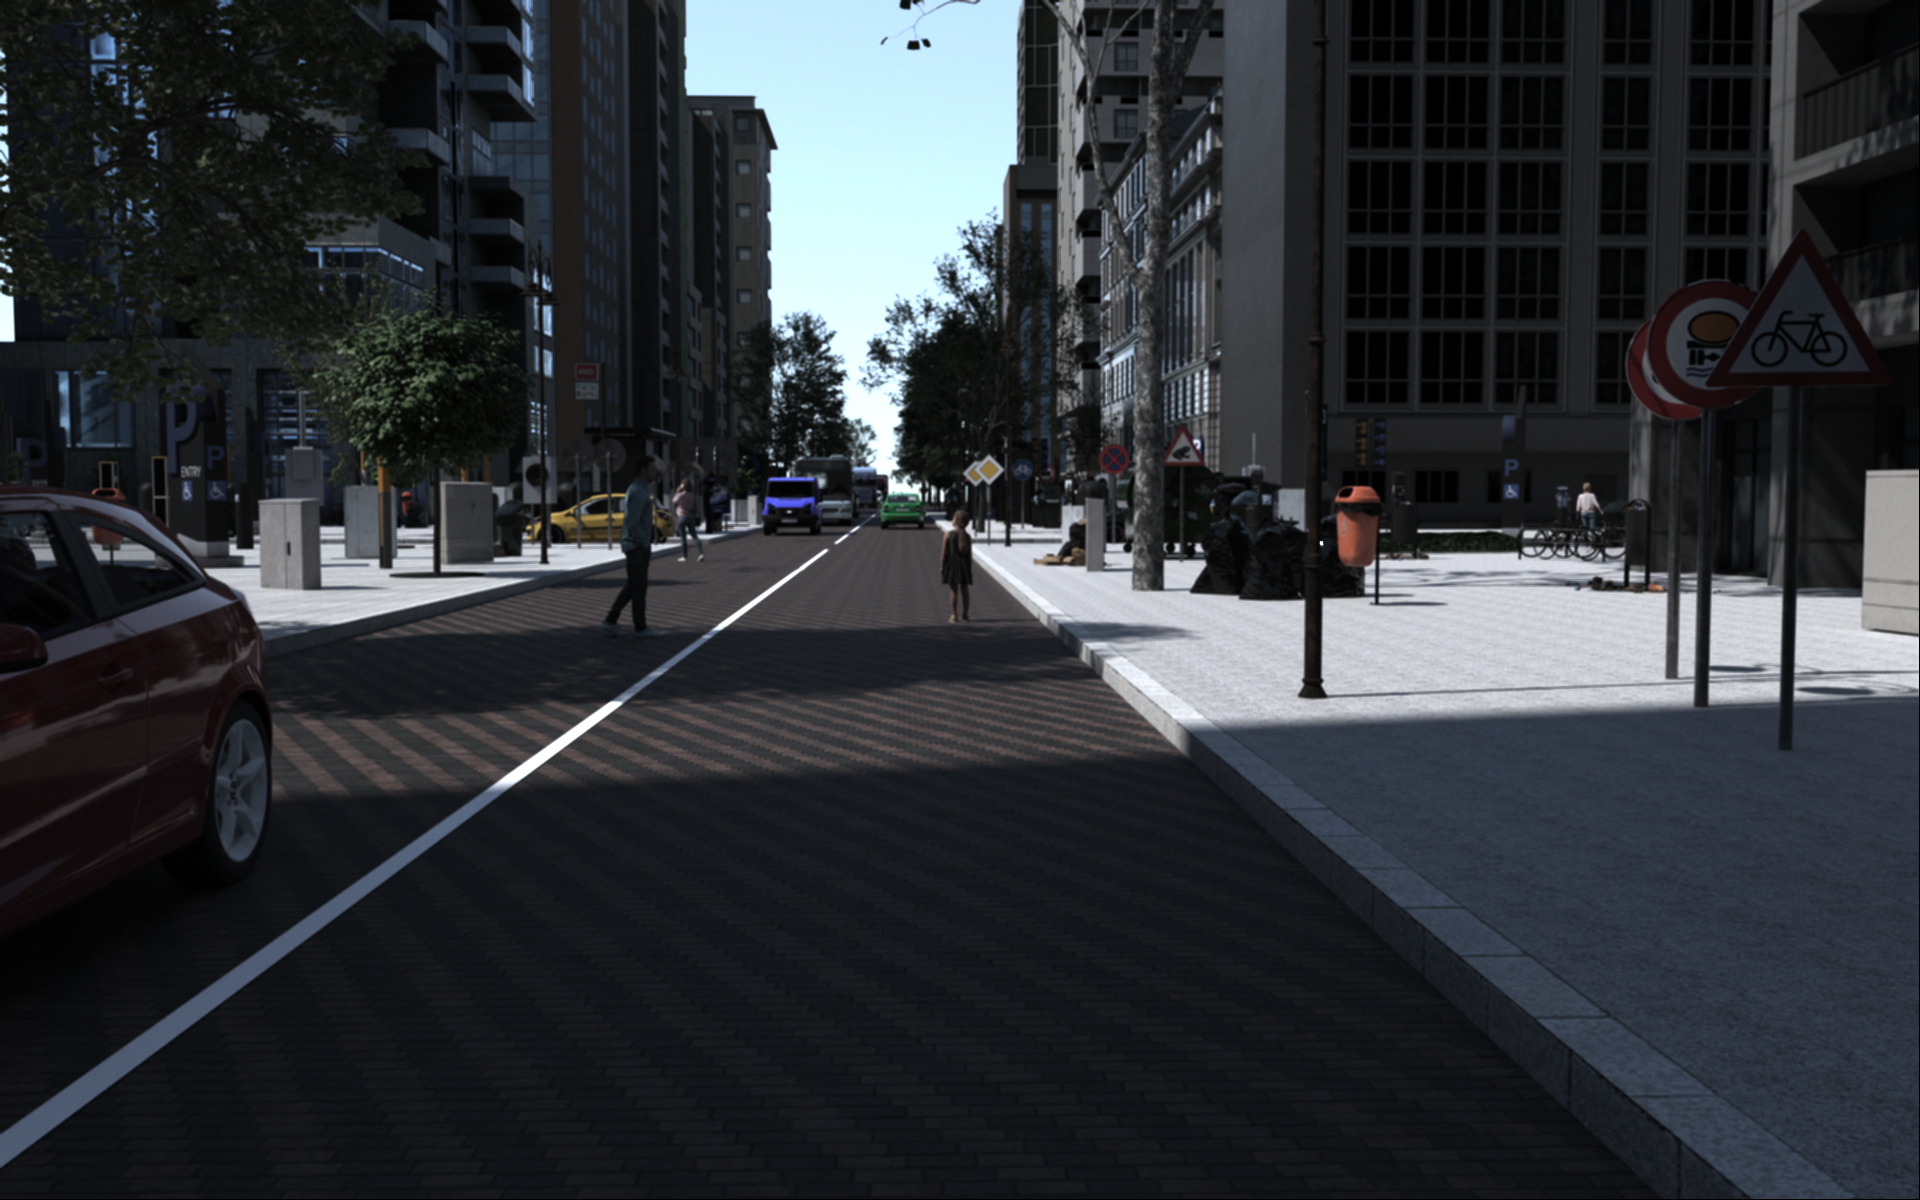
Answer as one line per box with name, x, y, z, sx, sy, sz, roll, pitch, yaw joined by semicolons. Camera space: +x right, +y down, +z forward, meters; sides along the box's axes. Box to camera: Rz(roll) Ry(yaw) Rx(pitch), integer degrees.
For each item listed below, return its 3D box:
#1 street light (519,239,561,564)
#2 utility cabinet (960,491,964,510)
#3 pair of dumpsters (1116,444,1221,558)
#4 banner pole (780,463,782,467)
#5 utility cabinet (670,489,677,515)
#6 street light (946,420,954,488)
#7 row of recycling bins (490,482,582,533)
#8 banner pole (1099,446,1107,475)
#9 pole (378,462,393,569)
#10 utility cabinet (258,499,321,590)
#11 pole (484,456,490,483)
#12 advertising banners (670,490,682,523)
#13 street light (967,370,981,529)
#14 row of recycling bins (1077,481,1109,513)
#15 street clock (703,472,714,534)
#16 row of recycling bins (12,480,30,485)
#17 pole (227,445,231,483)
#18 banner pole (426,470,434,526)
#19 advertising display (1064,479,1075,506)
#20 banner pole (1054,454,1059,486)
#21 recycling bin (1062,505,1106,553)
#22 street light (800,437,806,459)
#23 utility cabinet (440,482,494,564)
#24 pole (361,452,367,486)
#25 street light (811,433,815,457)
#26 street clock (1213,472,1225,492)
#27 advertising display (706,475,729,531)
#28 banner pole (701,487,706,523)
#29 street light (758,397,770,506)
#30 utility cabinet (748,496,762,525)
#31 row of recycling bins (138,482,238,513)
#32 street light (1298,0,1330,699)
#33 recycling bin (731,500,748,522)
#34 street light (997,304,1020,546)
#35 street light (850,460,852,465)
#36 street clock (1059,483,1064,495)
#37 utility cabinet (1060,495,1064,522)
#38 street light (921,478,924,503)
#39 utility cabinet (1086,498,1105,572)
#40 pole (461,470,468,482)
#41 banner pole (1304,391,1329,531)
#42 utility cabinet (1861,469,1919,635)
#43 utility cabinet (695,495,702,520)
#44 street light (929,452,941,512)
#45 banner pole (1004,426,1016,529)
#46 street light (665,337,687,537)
street light;-7.635;-3.599;31.631;0.468;5.910;1.993;0;4;-2
utility cabinet;0.000;-6.256;110.957;0.318;1.500;1.173;1;4;15
pair of dumpsters;4.256;-2.028;35.658;1.574;2.255;4.437;0;4;-2
banner pole;-12.613;-8.085;122.207;0.401;3.779;0.863;-1;4;-10
utility cabinet;-17.377;-5.815;103.753;1.173;1.500;0.318;3;4;37
street light;-0.554;-7.438;94.403;0.468;5.910;1.993;0;4;-2
row of recycling bins;-14.403;-3.124;58.196;3.534;1.692;1.069;-2;4;-34
banner pole;7.395;-6.088;89.549;0.401;3.779;0.863;3;5;45
pole;-9.877;-2.193;29.704;0.158;3.312;0.155;0;3;0
utility cabinet;-9.071;-0.750;23.431;1.020;1.237;0.306;3;4;36
pole;-13.721;-3.452;50.281;0.158;3.312;0.155;0;3;0
advertising banners;-11.308;-4.470;69.275;2.074;3.025;0.090;2;4;35
street light;0.503;-5.496;62.643;0.468;5.910;1.993;0;4;-2
row of recycling bins;4.182;-2.906;54.620;1.069;1.692;3.534;0;4;4
street clock;-8.125;-3.148;56.046;0.358;2.002;0.471;1;4;11
row of recycling bins;-29.289;-2.710;51.414;1.069;1.692;3.534;2;4;34
pole;-30.127;-4.743;71.391;0.158;3.312;0.155;0;3;0
banner pole;-21.201;-4.855;69.393;0.401;3.779;0.863;2;4;30
advertising display;4.591;-4.124;72.644;0.123;1.923;0.974;-1;4;-15
banner pole;6.057;-7.272;108.910;0.401;3.779;0.863;2;4;28
recycling bin;2.722;-1.555;37.975;0.722;1.027;0.722;-3;5;-40
street light;-10.396;-8.663;114.435;0.468;5.910;1.993;0;4;-2
utility cabinet;-9.103;-1.417;31.840;0.318;1.500;1.173;2;4;29
pole;-21.720;-4.239;63.148;0.158;3.312;0.155;0;3;0
street light;-10.808;-9.475;127.697;0.468;5.910;1.993;0;4;-2
street clock;8.431;-3.193;56.768;0.471;2.002;0.358;-1;4;-23
advertising display;-8.401;-3.345;59.911;0.123;1.923;0.974;3;4;38
banner pole;-11.180;-5.296;76.610;0.863;3.779;0.401;-3;4;-36
street light;-9.336;-6.731;82.837;0.468;5.910;1.993;0;4;-2
utility cabinet;-8.608;-3.764;72.698;0.306;1.237;1.020;-2;4;-27
row of recycling bins;-26.965;-3.283;60.783;3.534;1.692;1.069;0;4;-7
street light;2.227;-2.323;10.762;0.468;5.910;1.993;0;4;-2
recycling bin;-10.114;-4.105;79.676;0.722;1.027;0.722;-1;4;-20
street light;1.177;-4.253;42.328;0.468;5.910;1.993;0;4;-2
street light;-13.395;-14.594;211.391;0.468;5.910;1.993;0;4;-2
street clock;6.516;-6.575;112.063;0.358;2.002;0.471;-1;4;-21
utility cabinet;4.981;-4.207;79.954;1.020;1.237;0.306;-1;4;-22
street light;-4.034;-14.018;201.987;0.468;5.910;1.993;0;4;-2
utility cabinet;2.272;-1.096;29.075;0.306;1.237;1.020;0;4;3
pole;-15.050;-3.594;52.607;0.158;3.312;0.155;0;3;0
banner pole;8.633;-3.193;42.215;0.863;3.779;0.401;-2;4;-27
utility cabinet;8.741;-0.433;15.762;0.318;1.500;1.173;0;4;-7
utility cabinet;-12.907;-4.550;85.548;0.306;1.237;1.020;-1;4;-16
street light;-2.004;-10.134;138.485;0.468;5.910;1.993;0;4;-2
banner pole;1.790;-4.545;64.325;0.401;3.779;0.863;-1;4;-20
street light;-8.365;-4.800;51.268;0.468;5.910;1.993;0;4;-2
